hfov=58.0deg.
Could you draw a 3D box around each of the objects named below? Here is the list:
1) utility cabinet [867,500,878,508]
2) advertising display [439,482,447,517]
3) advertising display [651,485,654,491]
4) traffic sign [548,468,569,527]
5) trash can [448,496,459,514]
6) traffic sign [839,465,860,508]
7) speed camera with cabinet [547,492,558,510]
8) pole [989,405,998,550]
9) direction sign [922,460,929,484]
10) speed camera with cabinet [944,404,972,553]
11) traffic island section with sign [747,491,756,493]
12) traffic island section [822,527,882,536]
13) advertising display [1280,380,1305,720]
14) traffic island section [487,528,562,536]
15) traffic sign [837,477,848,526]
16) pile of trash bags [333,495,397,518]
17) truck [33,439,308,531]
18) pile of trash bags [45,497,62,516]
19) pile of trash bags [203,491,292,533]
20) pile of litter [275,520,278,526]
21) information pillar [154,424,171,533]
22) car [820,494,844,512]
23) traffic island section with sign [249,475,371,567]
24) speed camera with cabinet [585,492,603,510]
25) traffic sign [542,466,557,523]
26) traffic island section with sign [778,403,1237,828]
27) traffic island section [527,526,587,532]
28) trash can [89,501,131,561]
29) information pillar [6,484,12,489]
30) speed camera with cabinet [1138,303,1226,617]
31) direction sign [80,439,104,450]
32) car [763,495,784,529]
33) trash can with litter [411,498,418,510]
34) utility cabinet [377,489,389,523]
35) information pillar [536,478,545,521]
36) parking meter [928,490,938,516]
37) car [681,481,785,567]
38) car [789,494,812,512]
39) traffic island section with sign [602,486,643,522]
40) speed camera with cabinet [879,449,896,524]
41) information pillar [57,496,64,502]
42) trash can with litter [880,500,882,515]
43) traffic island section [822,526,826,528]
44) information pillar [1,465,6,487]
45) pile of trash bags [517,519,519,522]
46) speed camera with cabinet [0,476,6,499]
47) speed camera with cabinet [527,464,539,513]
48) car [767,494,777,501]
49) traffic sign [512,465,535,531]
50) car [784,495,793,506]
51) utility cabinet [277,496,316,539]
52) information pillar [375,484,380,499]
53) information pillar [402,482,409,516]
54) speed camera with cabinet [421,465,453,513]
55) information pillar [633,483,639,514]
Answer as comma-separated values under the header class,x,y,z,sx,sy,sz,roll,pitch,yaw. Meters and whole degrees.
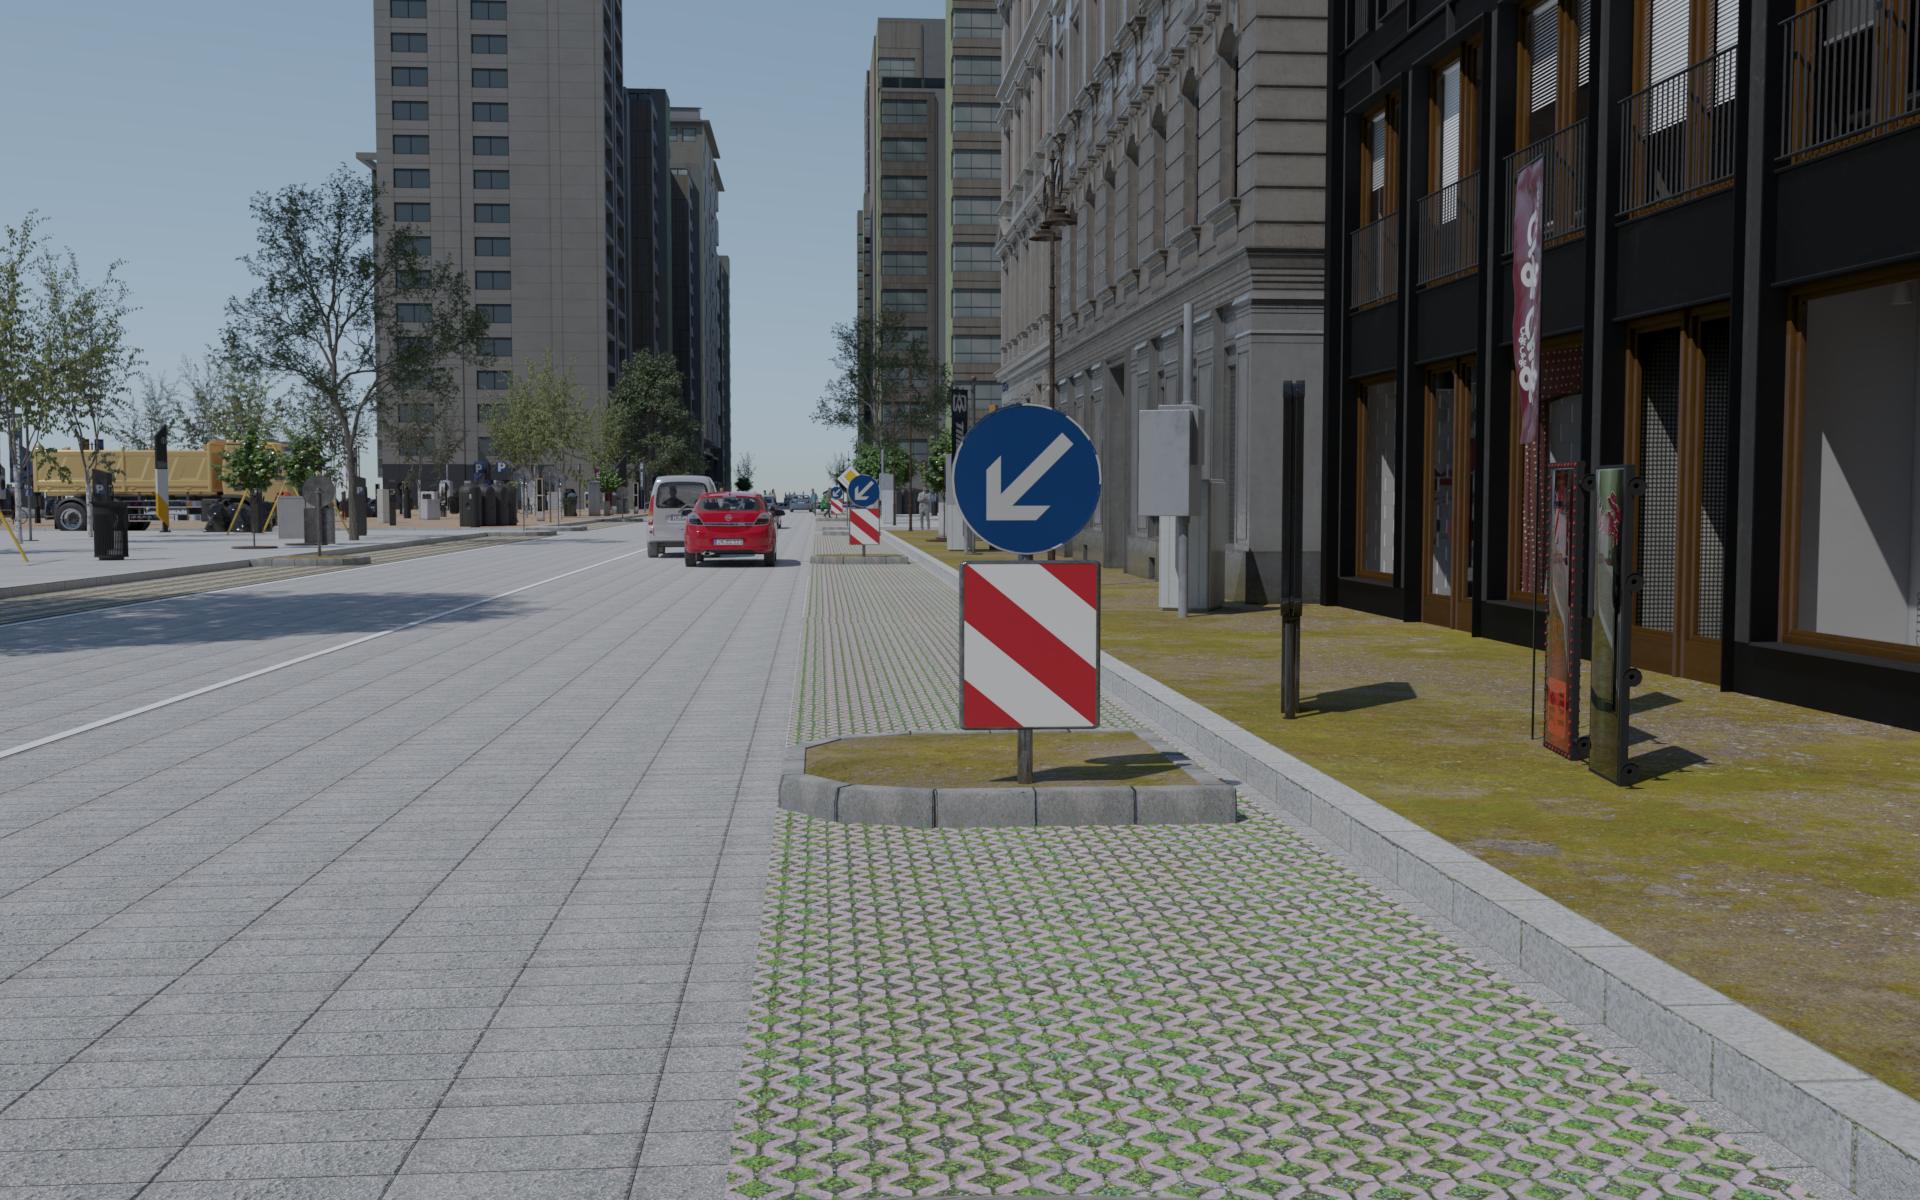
class,x,y,z,sx,sy,sz,roll,pitch,yaw
utility cabinet,-4.533,-4.995,90.345,0.318,1.500,1.173,-1,4,-17
advertising display,-28.857,-5.596,96.712,0.123,1.923,0.974,-3,4,-36
advertising display,-22.506,-7.521,128.186,0.123,1.923,0.974,2,4,29
traffic sign,-15.672,-3.912,67.601,0.795,2.450,0.064,0,4,-5
trash can,-32.482,-6.092,111.259,0.748,1.137,0.748,0,3,0
traffic sign,-3.816,-3.479,60.530,0.795,2.450,0.064,0,4,-5
speed camera with cabinet,-33.198,-8.841,138.881,2.038,3.252,0.660,-2,4,-30
pole,0.775,-2.807,39.742,0.158,3.312,0.155,0,3,0
direction sign,-2.250,-7.583,115.983,0.876,3.537,0.379,3,5,43
speed camera with cabinet,-0.015,-2.711,38.668,0.660,3.252,2.038,0,4,2
traffic island section with sign,-32.696,-16.386,276.535,1.989,1.847,2.006,0,4,-5
traffic island section,-3.793,-2.344,60.609,2.009,0.180,2.903,0,4,-5
advertising display,1.963,-0.308,10.244,0.123,1.923,0.974,1,4,11
traffic island section,-15.048,-2.289,59.702,2.009,0.180,2.903,0,4,-5
traffic sign,-4.463,-3.966,68.489,0.795,2.450,0.064,0,4,-5
pile of trash bags,-32.214,-5.199,94.758,3.447,1.369,1.912,2,4,24
truck,-27.729,-4.059,62.285,9.791,3.379,3.469,0,4,-4
pile of trash bags,-53.946,-5.555,100.581,3.447,1.369,1.912,-2,4,-29
pile of trash bags,-23.725,-2.963,58.194,3.447,1.369,1.912,2,4,25
pile of litter,-28.729,-3.737,75.068,1.719,0.858,1.176,-2,4,-28
information pillar,-26.579,-4.057,57.688,0.183,3.616,0.504,1,4,18
car,-10.410,-8.059,140.554,1.959,1.807,4.718,0,4,-4
traffic island section with sign,-13.048,-1.612,34.978,1.989,1.847,2.006,0,4,-5
speed camera with cabinet,-29.915,-8.992,141.354,0.660,3.252,2.038,-3,5,-40
traffic sign,-18.364,-4.740,77.610,0.768,2.556,0.104,0,4,3
traffic island section with sign,0.129,0.017,8.343,1.989,1.847,2.006,0,4,-5
traffic island section,-15.695,-2.776,67.661,2.009,0.180,2.903,0,4,-5
trash can,-16.464,-1.341,33.578,0.748,1.137,0.748,0,3,0
information pillar,-68.643,-7.375,125.077,0.304,2.012,0.304,0,4,-6
speed camera with cabinet,2.424,-1.496,18.794,0.660,3.252,2.038,1,4,19
direction sign,-35.623,-4.842,71.166,0.876,3.537,0.379,-2,4,-31
car,-8.400,-3.699,72.475,2.014,1.417,4.499,0,4,-4
trash can with litter,-44.504,-7.912,140.743,1.055,1.170,0.624,-1,4,-10
utility cabinet,-25.424,-4.143,76.413,0.318,1.500,1.173,-2,4,-30
information pillar,-19.774,-4.721,81.680,0.304,2.012,0.304,0,4,5
parking meter,-1.499,-5.676,101.219,0.372,1.533,0.369,0,3,0
car,-4.677,-1.626,35.626,2.155,1.783,4.494,0,4,-5
car,-12.584,-7.658,137.218,2.014,1.417,4.499,0,4,-5
traffic island section with sign,-17.505,-4.973,89.944,1.989,1.847,2.006,0,4,-5
speed camera with cabinet,-3.158,-4.998,76.056,0.660,3.252,2.038,0,4,-6
information pillar,-55.099,-6.214,106.082,0.304,2.012,0.304,-1,4,-13
trash can with litter,-4.778,-5.651,103.787,1.055,1.170,0.624,0,4,5
traffic island section,-4.441,-2.831,68.568,2.009,0.180,2.903,0,4,-5
information pillar,-72.860,-8.590,131.807,0.504,3.616,0.183,1,4,16
pile of trash bags,-21.281,-4.151,77.616,1.912,1.369,3.447,1,4,12
speed camera with cabinet,-45.292,-5.298,80.962,0.660,3.252,2.038,-1,4,-9
speed camera with cabinet,-28.162,-7.343,114.388,0.660,3.252,2.038,0,4,-7
car,-26.736,-14.157,243.463,2.014,1.417,4.499,0,4,-3
traffic sign,-15.025,-3.425,59.642,0.795,2.450,0.064,0,4,-5
car,-20.163,-11.951,207.763,2.083,1.381,4.827,0,4,-3
utility cabinet,-19.069,-2.364,49.818,1.020,1.237,0.306,-2,4,-25
information pillar,-40.831,-7.153,121.436,0.304,2.012,0.304,-1,4,-11
information pillar,-32.957,-6.029,103.061,0.304,2.012,0.304,-3,5,-42
speed camera with cabinet,-34.981,-7.425,115.739,2.038,3.252,0.660,0,4,6
information pillar,-20.910,-6.562,111.772,0.304,2.012,0.304,0,4,-7
